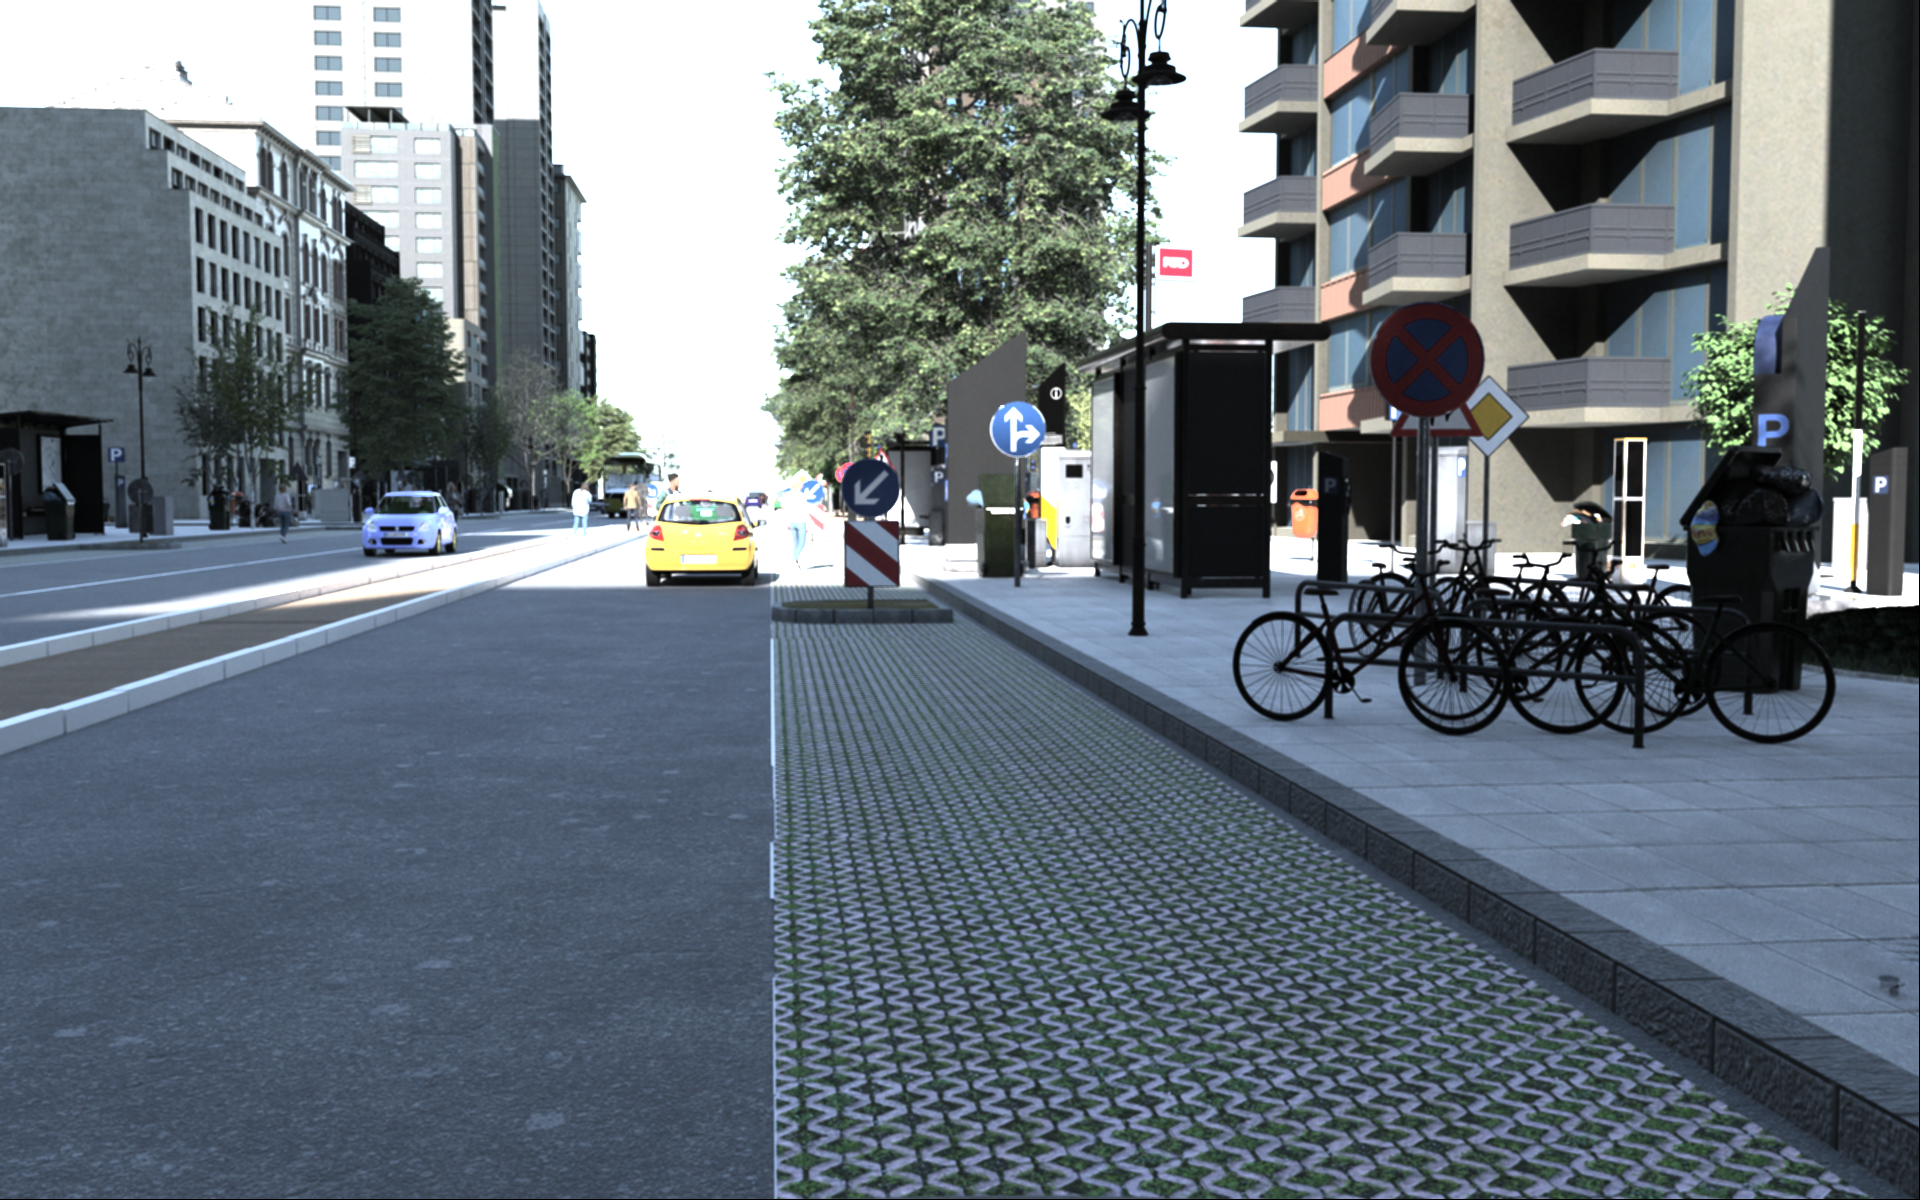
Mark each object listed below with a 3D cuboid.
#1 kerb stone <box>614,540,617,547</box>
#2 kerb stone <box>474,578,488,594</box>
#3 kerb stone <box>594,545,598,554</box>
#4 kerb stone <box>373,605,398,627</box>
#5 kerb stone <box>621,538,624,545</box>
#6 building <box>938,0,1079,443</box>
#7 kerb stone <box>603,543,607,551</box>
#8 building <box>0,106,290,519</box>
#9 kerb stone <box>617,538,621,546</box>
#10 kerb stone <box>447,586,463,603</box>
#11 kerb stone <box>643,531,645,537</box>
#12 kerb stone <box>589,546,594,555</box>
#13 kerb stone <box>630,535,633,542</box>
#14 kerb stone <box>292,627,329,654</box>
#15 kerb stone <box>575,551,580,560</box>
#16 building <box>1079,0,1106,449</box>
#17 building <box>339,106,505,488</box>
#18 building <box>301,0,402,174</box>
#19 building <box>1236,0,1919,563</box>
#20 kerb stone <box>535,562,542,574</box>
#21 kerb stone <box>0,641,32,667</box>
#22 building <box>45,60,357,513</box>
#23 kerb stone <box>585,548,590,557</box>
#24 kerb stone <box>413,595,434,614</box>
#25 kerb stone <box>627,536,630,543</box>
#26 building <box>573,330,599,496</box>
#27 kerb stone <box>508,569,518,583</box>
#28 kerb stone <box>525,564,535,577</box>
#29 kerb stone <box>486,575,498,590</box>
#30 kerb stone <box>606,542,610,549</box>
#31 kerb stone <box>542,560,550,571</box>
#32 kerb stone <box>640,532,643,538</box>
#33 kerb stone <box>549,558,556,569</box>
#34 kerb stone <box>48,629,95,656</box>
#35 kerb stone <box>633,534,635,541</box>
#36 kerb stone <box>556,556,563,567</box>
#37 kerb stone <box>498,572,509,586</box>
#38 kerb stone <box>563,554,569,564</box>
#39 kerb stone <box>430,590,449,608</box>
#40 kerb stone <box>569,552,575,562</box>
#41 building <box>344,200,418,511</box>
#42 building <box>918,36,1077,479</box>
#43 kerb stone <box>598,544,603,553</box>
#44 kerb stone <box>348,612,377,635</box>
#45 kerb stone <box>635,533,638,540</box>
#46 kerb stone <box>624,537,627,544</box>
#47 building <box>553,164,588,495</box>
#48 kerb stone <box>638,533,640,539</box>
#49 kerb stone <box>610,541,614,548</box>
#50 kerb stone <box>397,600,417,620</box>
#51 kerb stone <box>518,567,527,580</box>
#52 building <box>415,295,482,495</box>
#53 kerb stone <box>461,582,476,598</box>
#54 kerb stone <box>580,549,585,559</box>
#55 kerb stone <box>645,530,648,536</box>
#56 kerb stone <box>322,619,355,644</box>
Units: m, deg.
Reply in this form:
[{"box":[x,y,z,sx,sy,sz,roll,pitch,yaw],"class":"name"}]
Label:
[{"box":[-9.380,-1.488,46.530,0.120,0.150,1.000,0,4,-6],"class":"kerb stone"},{"box":[-7.031,-0.179,25.121,0.120,0.150,1.000,0,4,-6],"class":"kerb stone"},{"box":[-8.823,-1.177,41.438,0.120,0.150,1.000,0,4,-6],"class":"kerb stone"},{"box":[-6.367,0.196,19.023,0.120,0.150,1.000,0,4,-6],"class":"kerb stone"},{"box":[-9.599,-1.612,48.580,0.120,0.150,1.000,0,4,-6],"class":"kerb stone"},{"box":[2.074,-47.185,209.732,20.563,71.187,20.611,0,4,-6],"class":"building"},{"box":[-9.044,-1.302,43.482,0.120,0.150,1.000,0,4,-6],"class":"kerb stone"},{"box":[-44.452,-14.658,94.413,10.420,20.320,16.860,0,4,-6],"class":"building"},{"box":[-9.488,-1.547,47.550,0.120,0.150,1.000,0,4,-6],"class":"kerb stone"},{"box":[-6.812,-0.055,23.089,0.120,0.150,1.000,0,4,-6],"class":"kerb stone"},{"box":[-10.492,-2.112,56.728,0.120,0.150,1.000,0,4,-6],"class":"kerb stone"},{"box":[-8.707,-1.113,40.422,0.120,0.150,1.000,0,4,-6],"class":"kerb stone"},{"box":[-9.934,-1.794,51.638,0.120,0.150,1.000,0,4,-6],"class":"kerb stone"},{"box":[-6.035,0.383,15.966,0.120,0.150,1.000,0,4,-6],"class":"kerb stone"},{"box":[-8.370,-0.927,37.355,0.120,0.150,1.000,0,4,-6],"class":"kerb stone"},{"box":[3.872,-45.919,189.029,20.563,71.187,20.611,0,4,-6],"class":"building"},{"box":[-57.193,-30.688,185.348,14.154,41.232,14.086,0,4,-6],"class":"building"},{"box":[-63.029,-46.702,201.827,20.563,71.187,20.611,0,4,-6],"class":"building"},{"box":[19.642,-23.881,45.072,22.147,44.769,28.867,0,4,-6],"class":"building"},{"box":[-7.708,-0.554,31.250,0.120,0.150,1.000,0,4,-6],"class":"kerb stone"},{"box":[-7.999,0.463,14.661,0.120,0.150,1.000,0,4,-6],"class":"kerb stone"},{"box":[-49.587,-20.020,114.721,14.401,28.519,23.554,0,4,-6],"class":"building"},{"box":[-8.590,-1.053,39.406,0.120,0.150,1.000,0,4,-6],"class":"kerb stone"},{"box":[-6.590,0.070,21.056,0.120,0.150,1.000,0,4,-6],"class":"kerb stone"},{"box":[-9.829,-1.733,50.621,0.120,0.150,1.000,0,4,-6],"class":"kerb stone"},{"box":[-70.397,-32.285,299.562,14.160,30.474,14.107,0,4,-6],"class":"building"},{"box":[-7.369,-0.367,28.191,0.120,0.150,1.000,0,4,-6],"class":"kerb stone"},{"box":[-7.589,-0.491,30.229,0.120,0.150,1.000,0,4,-6],"class":"kerb stone"},{"box":[-7.152,-0.242,26.152,0.120,0.150,1.000,0,4,-6],"class":"kerb stone"},{"box":[-9.153,-1.357,44.499,0.120,0.150,1.000,0,4,-6],"class":"kerb stone"},{"box":[-7.813,-0.614,32.267,0.120,0.150,1.000,0,4,-6],"class":"kerb stone"},{"box":[-10.375,-2.050,55.710,0.120,0.150,1.000,0,4,-6],"class":"kerb stone"},{"box":[-7.928,-0.675,33.283,0.120,0.150,1.000,0,4,-6],"class":"kerb stone"},{"box":[-8.116,0.398,15.689,0.120,0.150,1.000,0,4,-6],"class":"kerb stone"},{"box":[-10.046,-1.863,52.654,0.120,0.150,1.000,0,4,-6],"class":"kerb stone"},{"box":[-8.040,-0.740,34.299,0.120,0.150,1.000,0,4,-6],"class":"kerb stone"},{"box":[-7.258,-0.304,27.168,0.120,0.150,1.000,0,4,-6],"class":"kerb stone"},{"box":[-8.150,-0.803,35.317,0.120,0.150,1.000,0,4,-6],"class":"kerb stone"},{"box":[-6.704,0.008,22.072,0.120,0.150,1.000,0,4,-6],"class":"kerb stone"},{"box":[-8.253,-0.863,36.339,0.120,0.150,1.000,0,4,-6],"class":"kerb stone"},{"box":[-50.446,-18.696,135.357,12.332,23.373,15.834,0,4,-6],"class":"building"},{"box":[3.396,-31.897,171.625,14.600,45.320,14.200,0,4,-6],"class":"building"},{"box":[-8.921,-1.237,42.456,0.120,0.150,1.000,0,4,-6],"class":"kerb stone"},{"box":[-6.259,0.257,18.002,0.120,0.150,1.000,0,4,-6],"class":"kerb stone"},{"box":[-10.153,-1.925,53.671,0.120,0.150,1.000,0,4,-6],"class":"kerb stone"},{"box":[-9.709,-1.676,49.602,0.120,0.150,1.000,0,4,-6],"class":"kerb stone"},{"box":[-75.052,-42.095,277.489,28.713,52.752,27.495,0,4,-6],"class":"building"},{"box":[-10.269,-1.987,54.687,0.120,0.150,1.000,0,4,-6],"class":"kerb stone"},{"box":[-9.262,-1.426,45.515,0.120,0.150,1.000,0,4,-6],"class":"kerb stone"},{"box":[-6.474,0.132,20.040,0.120,0.150,1.000,0,4,-6],"class":"kerb stone"},{"box":[-7.482,-0.428,29.211,0.120,0.150,1.000,0,4,-6],"class":"kerb stone"},{"box":[-61.856,-19.496,163.806,27.650,21.520,28.899,0,4,-6],"class":"building"},{"box":[-6.920,-0.117,24.105,0.120,0.150,1.000,0,4,-6],"class":"kerb stone"},{"box":[-8.486,-0.990,38.389,0.120,0.150,1.000,0,4,-6],"class":"kerb stone"},{"box":[-10.600,-2.174,57.746,0.120,0.150,1.000,0,4,-6],"class":"kerb stone"},{"box":[-6.144,0.319,16.986,0.120,0.150,1.000,0,4,-6],"class":"kerb stone"}]
